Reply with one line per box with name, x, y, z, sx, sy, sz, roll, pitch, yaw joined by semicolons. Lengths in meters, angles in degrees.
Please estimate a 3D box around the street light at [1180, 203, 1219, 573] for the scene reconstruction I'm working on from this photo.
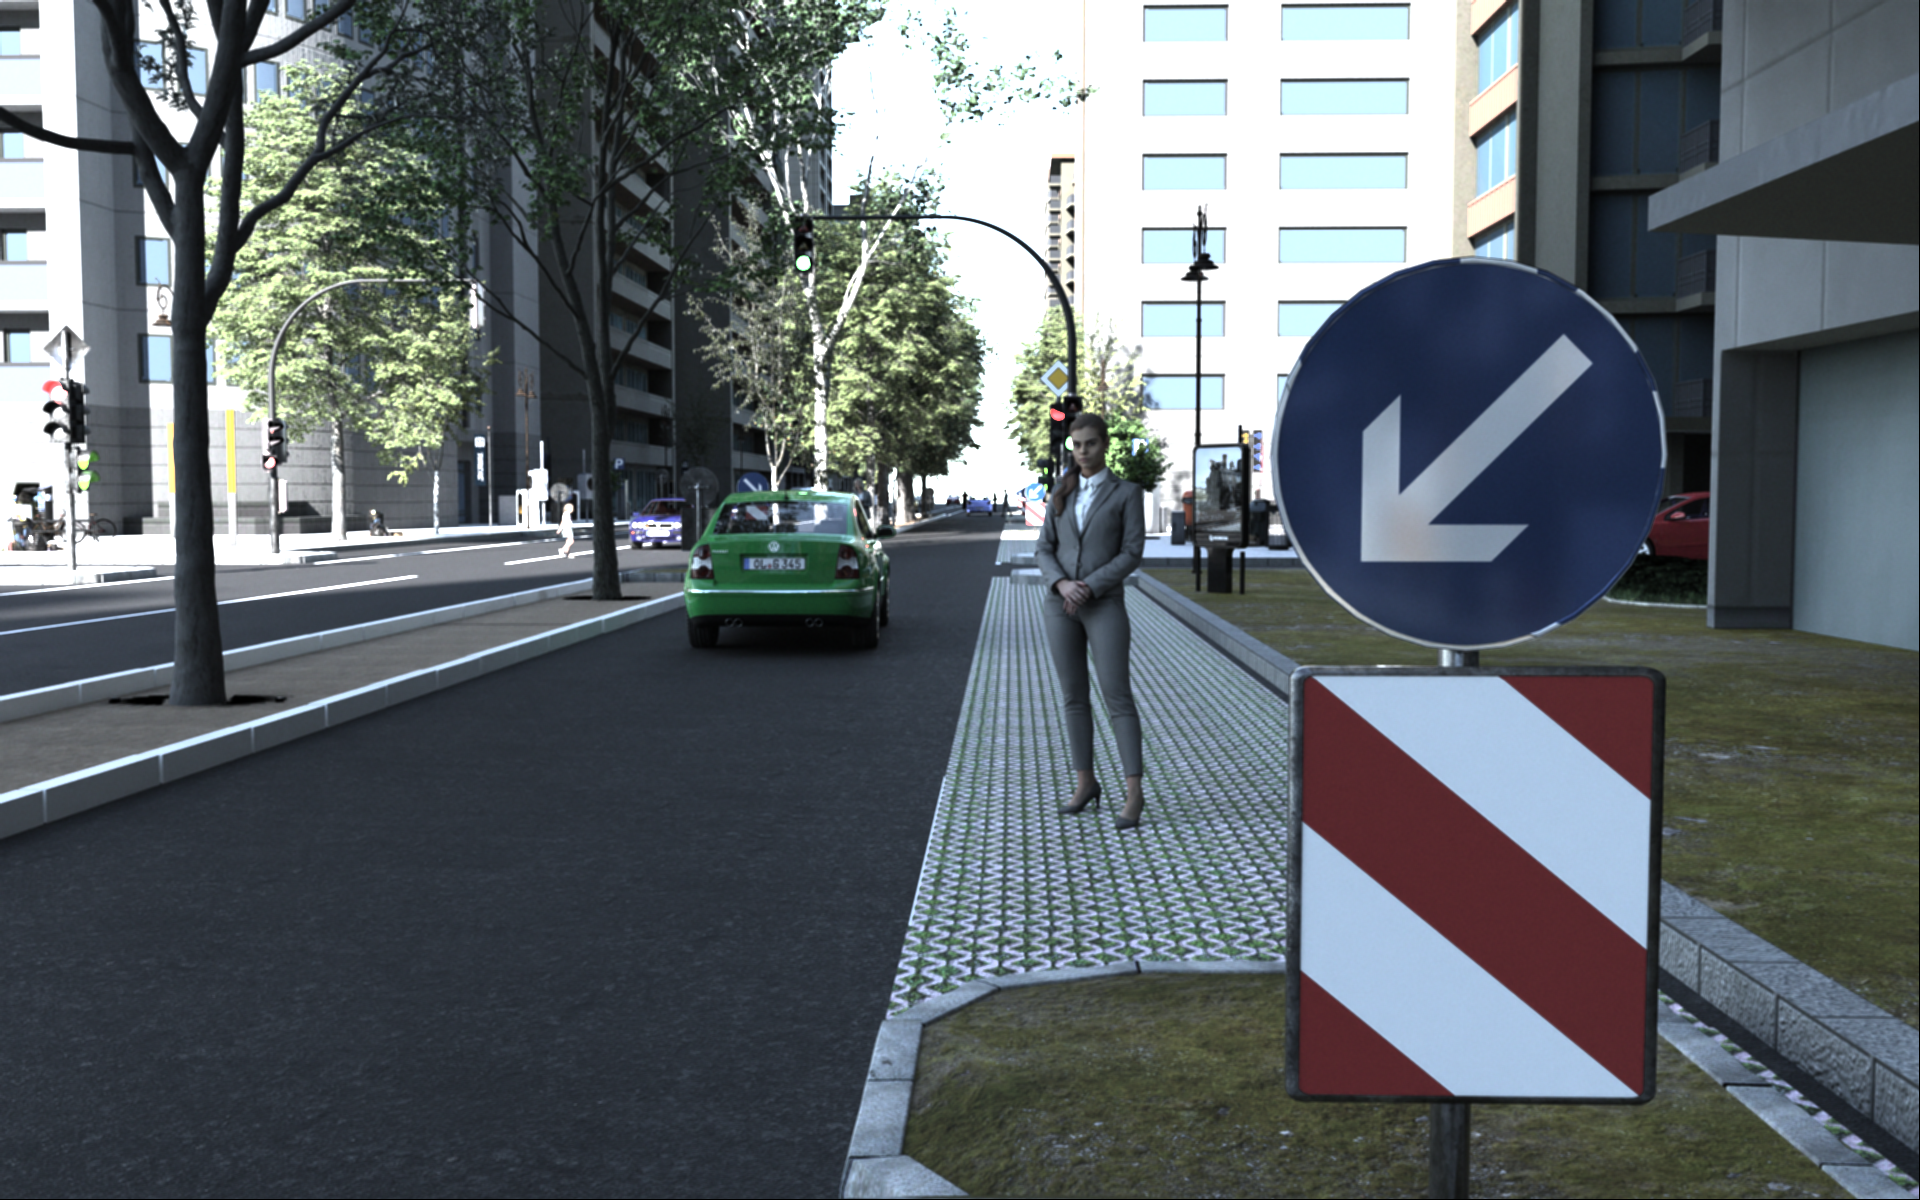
street light;3.836;-3.369;27.878;0.468;5.910;1.993;0;4;2

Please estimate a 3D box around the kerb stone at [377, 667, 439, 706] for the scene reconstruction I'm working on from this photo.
kerb stone;-3.897;0.615;12.146;0.120;0.150;1.000;0;4;2

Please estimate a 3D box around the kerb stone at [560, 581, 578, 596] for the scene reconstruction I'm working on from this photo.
kerb stone;-5.621;-0.141;24.510;0.120;0.150;1.000;0;4;2

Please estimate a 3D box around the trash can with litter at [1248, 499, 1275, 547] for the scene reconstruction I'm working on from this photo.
trash can with litter;7.313;-1.900;42.445;0.624;1.170;1.055;2;4;25

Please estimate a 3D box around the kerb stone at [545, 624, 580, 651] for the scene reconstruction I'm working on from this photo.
kerb stone;-3.774;0.364;16.241;0.120;0.150;1.000;0;4;2

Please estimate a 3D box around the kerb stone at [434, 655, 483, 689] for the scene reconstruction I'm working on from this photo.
kerb stone;-3.862;0.558;13.168;0.120;0.150;1.000;0;4;2

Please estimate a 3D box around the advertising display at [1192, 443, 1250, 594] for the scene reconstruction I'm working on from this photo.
advertising display;3.377;-1.055;22.461;0.123;1.923;0.974;-2;4;-33

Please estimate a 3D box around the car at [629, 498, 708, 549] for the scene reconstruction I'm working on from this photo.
car;-7.645;-2.056;46.193;1.945;1.354;3.894;0;4;2

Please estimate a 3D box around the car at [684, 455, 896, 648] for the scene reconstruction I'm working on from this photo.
car;-1.648;-0.535;17.541;1.959;1.807;4.718;0;3;0

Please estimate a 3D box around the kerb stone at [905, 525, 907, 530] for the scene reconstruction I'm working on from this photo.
kerb stone;-2.245;-2.736;66.983;0.120;0.150;1.000;0;4;2

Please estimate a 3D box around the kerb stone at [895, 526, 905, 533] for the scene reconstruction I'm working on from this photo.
kerb stone;-2.274;-2.675;65.961;0.120;0.150;1.000;0;4;2

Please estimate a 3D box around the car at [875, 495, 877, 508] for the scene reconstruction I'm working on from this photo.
car;-7.789;-9.014;159.746;2.083;1.381;4.827;0;4;4

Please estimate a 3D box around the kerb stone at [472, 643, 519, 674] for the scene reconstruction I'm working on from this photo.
kerb stone;-3.835;0.491;14.194;0.120;0.150;1.000;0;4;2

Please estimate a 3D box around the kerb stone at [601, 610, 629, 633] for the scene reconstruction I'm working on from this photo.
kerb stone;-3.700;0.238;18.299;0.120;0.150;1.000;0;4;2

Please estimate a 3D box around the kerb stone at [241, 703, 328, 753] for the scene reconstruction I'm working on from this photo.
kerb stone;-3.954;0.748;10.086;0.120;0.150;1.000;0;4;2

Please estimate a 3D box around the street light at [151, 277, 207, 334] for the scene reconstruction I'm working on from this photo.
street light;-16.652;-3.932;37.071;0.468;5.910;1.993;0;4;2

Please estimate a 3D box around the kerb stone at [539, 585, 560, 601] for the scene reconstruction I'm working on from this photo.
kerb stone;-5.655;-0.079;23.488;0.120;0.150;1.000;0;4;2

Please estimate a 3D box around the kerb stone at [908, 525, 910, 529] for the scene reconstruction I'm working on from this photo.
kerb stone;-2.191;-2.865;69.040;0.120;0.150;1.000;0;4;2

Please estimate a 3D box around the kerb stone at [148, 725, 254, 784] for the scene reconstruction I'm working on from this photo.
kerb stone;-3.985;0.808;9.062;0.120;0.150;1.000;0;4;2

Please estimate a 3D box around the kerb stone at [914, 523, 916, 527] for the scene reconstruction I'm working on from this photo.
kerb stone;-2.063;-3.115;73.128;0.120;0.150;1.000;0;4;2

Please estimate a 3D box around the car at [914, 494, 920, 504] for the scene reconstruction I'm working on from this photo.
car;-6.001;-13.347;228.006;2.009;1.686;4.222;0;4;0

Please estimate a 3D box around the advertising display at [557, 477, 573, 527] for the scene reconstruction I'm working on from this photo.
advertising display;-15.439;-3.827;67.777;0.123;1.923;0.974;1;4;18

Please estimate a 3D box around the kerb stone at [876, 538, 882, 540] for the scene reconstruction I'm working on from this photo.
kerb stone;-2.557;-2.111;56.711;0.120;0.150;1.000;0;4;2

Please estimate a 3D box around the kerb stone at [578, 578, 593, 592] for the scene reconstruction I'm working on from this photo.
kerb stone;-5.603;-0.197;25.532;0.120;0.150;1.000;0;4;2

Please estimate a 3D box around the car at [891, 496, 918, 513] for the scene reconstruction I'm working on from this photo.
car;-4.103;-7.349;130.376;2.015;1.641;3.980;0;4;3

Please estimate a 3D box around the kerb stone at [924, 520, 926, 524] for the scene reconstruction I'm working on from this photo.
kerb stone;-1.816;-3.618;81.344;0.120;0.150;1.000;0;4;2

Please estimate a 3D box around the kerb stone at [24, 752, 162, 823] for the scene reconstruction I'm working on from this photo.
kerb stone;-4.020;0.868;8.037;0.120;0.150;1.000;0;4;2

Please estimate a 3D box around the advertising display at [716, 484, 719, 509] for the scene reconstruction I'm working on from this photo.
advertising display;-15.502;-6.455;110.760;0.123;1.923;0.974;0;4;-6

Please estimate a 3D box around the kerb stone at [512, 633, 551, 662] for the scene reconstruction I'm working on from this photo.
kerb stone;-3.806;0.429;15.217;0.120;0.150;1.000;0;4;2

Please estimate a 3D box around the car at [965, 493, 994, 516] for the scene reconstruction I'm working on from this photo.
car;1.271;-6.419;114.539;1.945;1.707;3.694;0;4;1

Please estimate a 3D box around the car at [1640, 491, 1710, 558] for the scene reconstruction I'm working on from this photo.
car;13.748;-1.442;32.611;4.494;1.783;2.155;0;4;3

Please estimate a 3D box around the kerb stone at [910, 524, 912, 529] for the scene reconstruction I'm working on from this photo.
kerb stone;-2.150;-2.924;70.061;0.120;0.150;1.000;0;4;2

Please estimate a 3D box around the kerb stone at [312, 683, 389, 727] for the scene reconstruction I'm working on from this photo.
kerb stone;-3.924;0.681;11.120;0.120;0.150;1.000;0;4;2

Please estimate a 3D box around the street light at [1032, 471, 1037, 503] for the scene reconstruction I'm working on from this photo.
street light;9.661;-15.059;218.995;0.468;5.910;1.993;0;4;2

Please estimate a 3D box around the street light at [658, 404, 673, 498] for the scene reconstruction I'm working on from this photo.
street light;-15.085;-7.100;88.865;0.468;5.910;1.993;0;4;2

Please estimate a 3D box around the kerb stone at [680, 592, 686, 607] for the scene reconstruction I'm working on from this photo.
kerb stone;-3.585;-0.012;22.400;0.120;0.150;1.000;0;4;2

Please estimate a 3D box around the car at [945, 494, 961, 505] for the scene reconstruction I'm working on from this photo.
car;-0.840;-13.250;225.672;2.155;1.783;4.494;0;4;4

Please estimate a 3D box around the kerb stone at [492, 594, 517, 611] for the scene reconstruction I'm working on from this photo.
kerb stone;-5.721;0.049;21.429;0.120;0.150;1.000;0;4;2

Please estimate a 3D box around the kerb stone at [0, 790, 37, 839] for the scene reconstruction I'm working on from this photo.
kerb stone;-4.050;0.930;7.013;0.120;0.150;1.000;0;4;2

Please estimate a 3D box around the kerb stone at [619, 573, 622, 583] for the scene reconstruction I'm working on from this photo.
kerb stone;-5.526;-0.330;27.595;0.120;0.150;1.000;0;4;2

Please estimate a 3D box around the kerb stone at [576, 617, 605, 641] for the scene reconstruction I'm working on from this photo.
kerb stone;-3.746;0.301;17.268;0.120;0.150;1.000;0;4;2

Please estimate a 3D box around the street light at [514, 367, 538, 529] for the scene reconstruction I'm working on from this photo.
street light;-15.730;-5.514;62.941;0.468;5.910;1.993;0;4;2

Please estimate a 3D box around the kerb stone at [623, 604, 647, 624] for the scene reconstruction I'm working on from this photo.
kerb stone;-3.682;0.176;19.326;0.120;0.150;1.000;0;4;2

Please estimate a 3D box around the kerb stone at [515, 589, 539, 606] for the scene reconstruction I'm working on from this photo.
kerb stone;-5.682;-0.016;22.453;0.120;0.150;1.000;0;4;2

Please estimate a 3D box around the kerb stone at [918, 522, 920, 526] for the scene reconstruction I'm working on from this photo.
kerb stone;-1.970;-3.303;76.199;0.120;0.150;1.000;0;4;2

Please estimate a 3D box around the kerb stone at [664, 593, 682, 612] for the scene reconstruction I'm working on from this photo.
kerb stone;-3.618;0.050;21.373;0.120;0.150;1.000;0;4;2

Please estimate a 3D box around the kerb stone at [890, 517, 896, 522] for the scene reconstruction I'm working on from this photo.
kerb stone;-3.550;-4.366;93.722;0.120;0.150;1.000;0;4;2

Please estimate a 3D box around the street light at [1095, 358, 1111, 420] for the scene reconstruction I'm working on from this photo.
street light;4.850;-5.267;58.899;0.468;5.910;1.993;0;4;2

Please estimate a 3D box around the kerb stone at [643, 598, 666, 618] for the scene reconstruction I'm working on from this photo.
kerb stone;-3.648;0.113;20.347;0.120;0.150;1.000;0;4;2
